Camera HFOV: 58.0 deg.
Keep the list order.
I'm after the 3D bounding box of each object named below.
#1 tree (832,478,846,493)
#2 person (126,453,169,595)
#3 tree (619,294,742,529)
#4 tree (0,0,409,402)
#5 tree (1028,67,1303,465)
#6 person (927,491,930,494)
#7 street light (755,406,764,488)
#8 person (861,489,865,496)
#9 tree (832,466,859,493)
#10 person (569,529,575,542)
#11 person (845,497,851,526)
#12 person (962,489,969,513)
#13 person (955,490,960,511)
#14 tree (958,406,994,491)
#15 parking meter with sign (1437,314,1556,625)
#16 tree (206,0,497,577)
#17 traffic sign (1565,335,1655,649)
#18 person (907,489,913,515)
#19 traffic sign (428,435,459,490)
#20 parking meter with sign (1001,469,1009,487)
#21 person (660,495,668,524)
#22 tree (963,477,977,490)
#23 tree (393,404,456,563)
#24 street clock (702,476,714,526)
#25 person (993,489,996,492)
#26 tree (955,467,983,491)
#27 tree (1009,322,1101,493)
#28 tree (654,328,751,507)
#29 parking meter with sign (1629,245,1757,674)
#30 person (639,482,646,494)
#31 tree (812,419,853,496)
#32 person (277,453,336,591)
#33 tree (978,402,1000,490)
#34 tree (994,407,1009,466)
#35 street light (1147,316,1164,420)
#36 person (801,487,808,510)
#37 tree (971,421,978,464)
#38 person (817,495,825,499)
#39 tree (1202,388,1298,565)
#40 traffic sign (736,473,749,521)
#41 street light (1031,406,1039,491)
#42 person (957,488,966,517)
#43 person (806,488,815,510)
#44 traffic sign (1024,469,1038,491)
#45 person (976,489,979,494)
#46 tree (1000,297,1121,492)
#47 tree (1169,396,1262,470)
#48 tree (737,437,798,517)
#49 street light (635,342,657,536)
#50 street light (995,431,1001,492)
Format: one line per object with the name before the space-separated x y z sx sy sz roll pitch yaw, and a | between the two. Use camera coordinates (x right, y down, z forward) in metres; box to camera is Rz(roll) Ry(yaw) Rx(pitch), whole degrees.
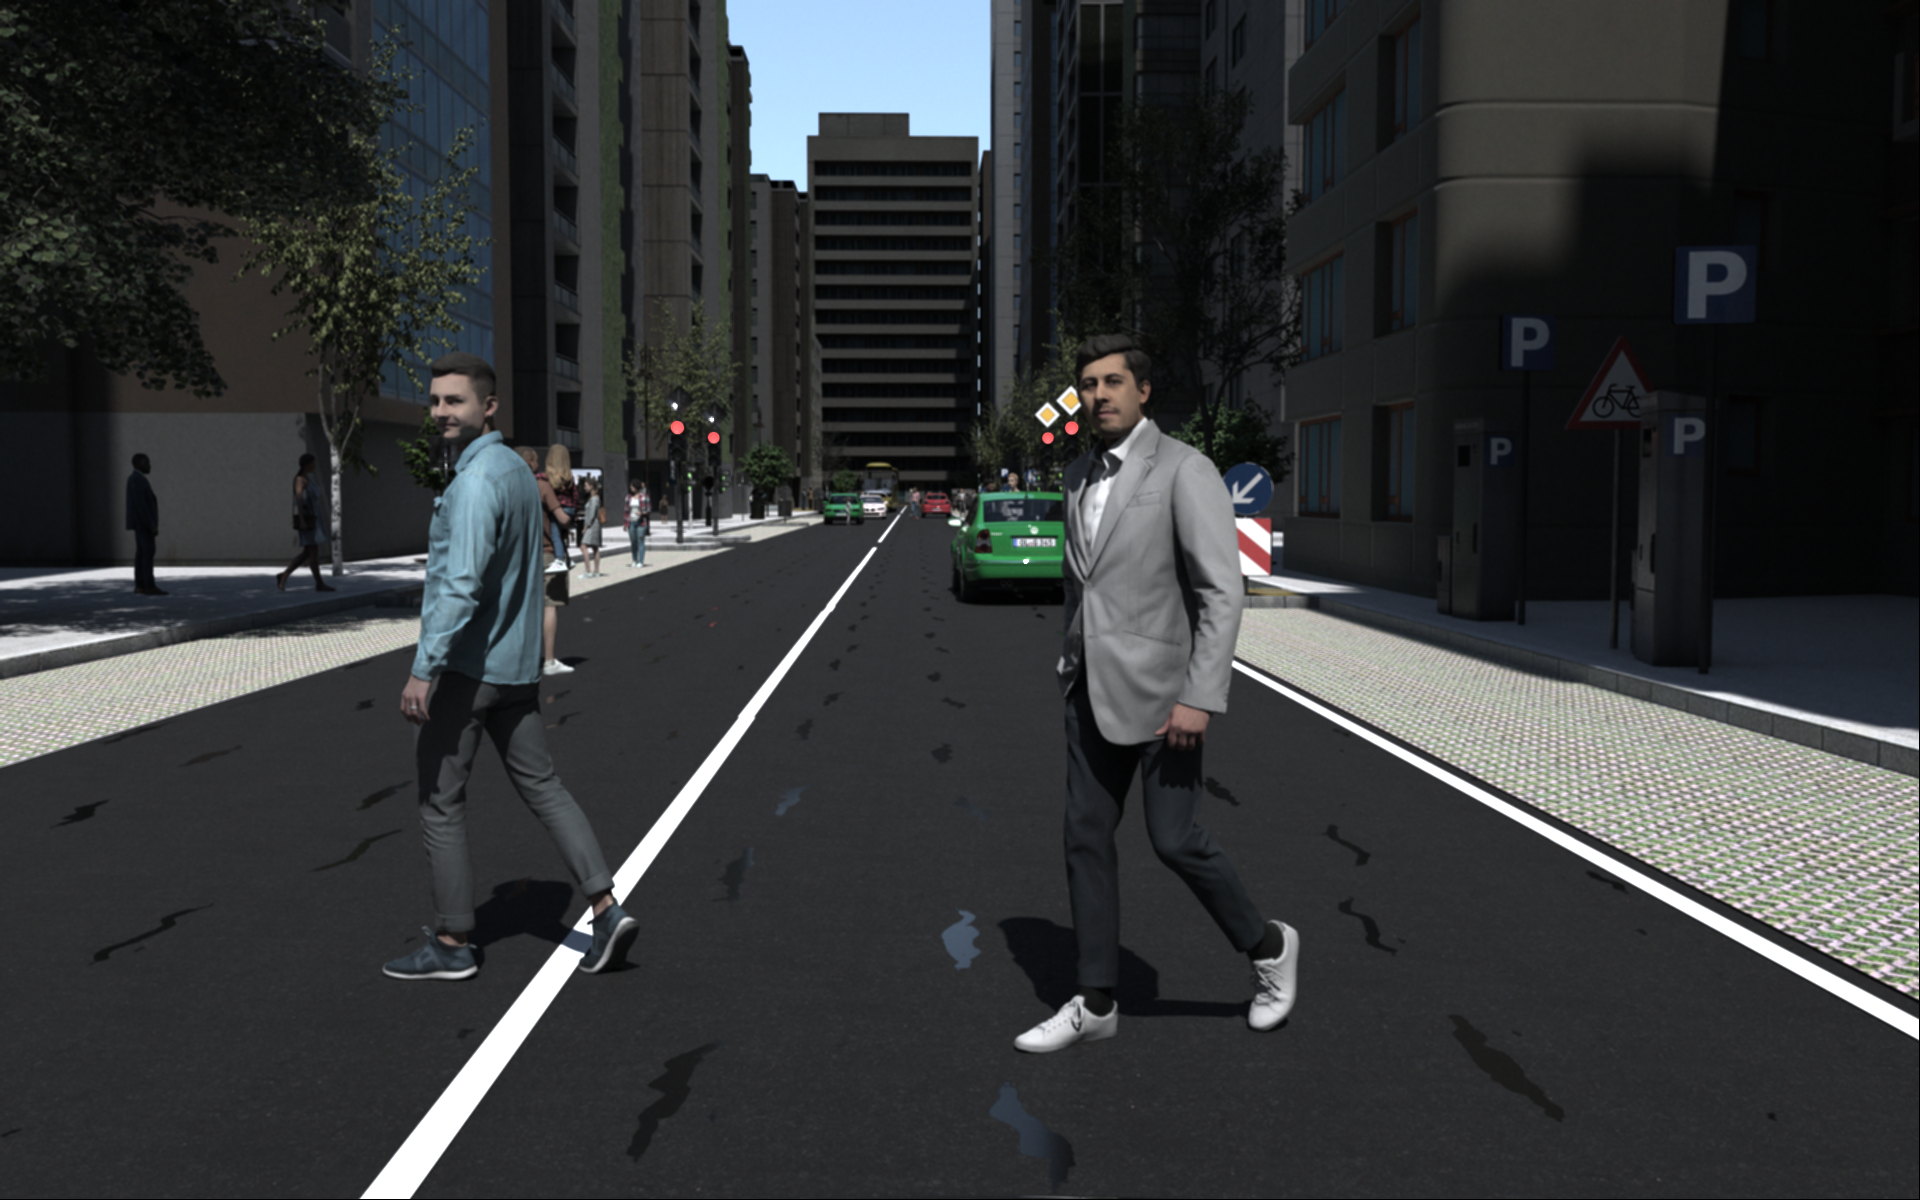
tree | -13.234 -12.190 193.909 1.663 3.219 1.824 0 3 0
person | -10.461 -0.976 22.181 0.419 1.800 0.721 -3 4 -38
tree | -10.086 -6.890 63.009 4.737 8.622 4.395 0 3 0
tree | -9.510 -6.668 15.676 9.857 13.997 8.962 0 3 0
tree | 5.520 -6.288 37.227 8.767 10.594 7.601 1 4 8
person | -2.609 -8.372 146.192 0.445 1.727 0.742 0 4 -5
street light | -10.485 -7.217 90.777 0.468 5.910 1.993 0 4 -1
person | -6.445 -6.603 116.636 0.466 1.800 0.511 -1 4 -10
tree | -13.431 -13.525 204.843 4.285 4.588 4.351 0 3 0
person | -10.283 -2.407 45.271 0.514 1.842 0.818 2 4 29
person | -5.036 -4.015 78.416 0.425 1.301 0.394 3 5 40
person | 0.286 -7.622 133.100 0.705 1.826 1.348 2 4 30
person | -0.197 -8.264 144.301 0.721 1.739 1.217 1 4 15
tree | 2.259 -11.611 140.196 4.360 8.622 3.978 0 3 0
parking meter with sign | 5.391 -1.312 17.704 0.543 3.016 1.738 0 4 -8
tree | -9.479 -4.676 26.818 4.737 8.622 4.395 0 3 0
traffic sign | 5.426 -0.874 14.296 0.884 2.594 0.081 0 4 3
person | -3.358 -6.570 116.098 0.537 1.800 0.526 -3 4 -36
traffic sign | -8.898 -1.706 30.028 0.606 2.300 0.079 0 4 -1
parking meter with sign | 3.098 -7.430 117.739 0.543 3.016 1.738 0 4 -3
person | -12.764 -3.909 74.630 0.362 1.253 0.373 -1 4 -10
tree | 1.156 -12.409 197.484 1.663 3.219 1.824 0 3 0
tree | -9.872 -2.323 32.579 1.663 3.219 1.824 0 3 0
street clock | -10.032 -3.947 69.107 0.471 2.002 0.358 -3 4 -37
person | 3.194 -9.309 158.339 0.705 1.812 1.348 -1 4 -22
tree | 1.048 -13.538 205.054 4.285 4.588 4.351 0 3 0
tree | 5.027 -7.419 71.658 4.360 8.622 3.978 0 3 0
tree | -11.241 -7.671 75.786 4.360 8.622 3.978 0 3 0
parking meter with sign | 5.438 -1.029 13.078 0.543 3.016 1.738 1 4 9
person | -13.967 -4.290 76.280 0.635 1.810 0.391 1 4 20
tree | -12.927 -13.475 170.682 4.360 8.622 3.978 0 3 0
person | -8.596 -1.012 22.679 0.778 1.811 0.616 0 4 -1
tree | 3.997 -8.985 97.262 4.737 8.622 4.395 0 3 0
tree | 4.697 -8.034 81.712 4.360 8.622 3.978 0 3 0
street light | 4.932 -4.390 44.559 0.468 5.910 1.993 0 4 -1
person | -12.486 -8.107 138.673 0.705 1.814 1.350 -1 4 -22
tree | 2.927 -11.198 133.453 4.737 8.622 4.395 0 3 0
person | -14.173 -10.300 174.591 1.348 1.807 0.705 0 4 5
tree | 5.163 -2.265 31.634 1.663 3.219 1.824 0 3 0
traffic sign | -10.309 -4.898 82.210 0.606 2.300 0.079 0 4 1
street light | 3.880 -7.117 89.146 0.468 5.910 1.993 0 4 -1
person | 0.145 -6.043 107.503 0.606 1.804 0.583 -1 4 -19
person | -12.371 -8.373 143.037 0.705 1.812 1.348 2 4 32
traffic sign | 3.626 -5.345 87.502 0.768 2.556 0.104 0 4 3
person | 1.944 -11.242 189.472 1.348 1.869 0.705 1 4 8
tree | 4.553 -7.049 65.615 4.737 8.622 4.395 0 3 0
tree | 8.574 -4.459 56.617 4.285 4.588 4.351 0 3 0
tree | -10.939 -7.041 98.837 4.285 4.588 4.351 0 3 0
street light | -9.556 -4.896 52.838 0.468 5.910 1.993 0 4 -1
street light | 2.738 -9.432 127.004 0.468 5.910 1.993 0 4 -1
